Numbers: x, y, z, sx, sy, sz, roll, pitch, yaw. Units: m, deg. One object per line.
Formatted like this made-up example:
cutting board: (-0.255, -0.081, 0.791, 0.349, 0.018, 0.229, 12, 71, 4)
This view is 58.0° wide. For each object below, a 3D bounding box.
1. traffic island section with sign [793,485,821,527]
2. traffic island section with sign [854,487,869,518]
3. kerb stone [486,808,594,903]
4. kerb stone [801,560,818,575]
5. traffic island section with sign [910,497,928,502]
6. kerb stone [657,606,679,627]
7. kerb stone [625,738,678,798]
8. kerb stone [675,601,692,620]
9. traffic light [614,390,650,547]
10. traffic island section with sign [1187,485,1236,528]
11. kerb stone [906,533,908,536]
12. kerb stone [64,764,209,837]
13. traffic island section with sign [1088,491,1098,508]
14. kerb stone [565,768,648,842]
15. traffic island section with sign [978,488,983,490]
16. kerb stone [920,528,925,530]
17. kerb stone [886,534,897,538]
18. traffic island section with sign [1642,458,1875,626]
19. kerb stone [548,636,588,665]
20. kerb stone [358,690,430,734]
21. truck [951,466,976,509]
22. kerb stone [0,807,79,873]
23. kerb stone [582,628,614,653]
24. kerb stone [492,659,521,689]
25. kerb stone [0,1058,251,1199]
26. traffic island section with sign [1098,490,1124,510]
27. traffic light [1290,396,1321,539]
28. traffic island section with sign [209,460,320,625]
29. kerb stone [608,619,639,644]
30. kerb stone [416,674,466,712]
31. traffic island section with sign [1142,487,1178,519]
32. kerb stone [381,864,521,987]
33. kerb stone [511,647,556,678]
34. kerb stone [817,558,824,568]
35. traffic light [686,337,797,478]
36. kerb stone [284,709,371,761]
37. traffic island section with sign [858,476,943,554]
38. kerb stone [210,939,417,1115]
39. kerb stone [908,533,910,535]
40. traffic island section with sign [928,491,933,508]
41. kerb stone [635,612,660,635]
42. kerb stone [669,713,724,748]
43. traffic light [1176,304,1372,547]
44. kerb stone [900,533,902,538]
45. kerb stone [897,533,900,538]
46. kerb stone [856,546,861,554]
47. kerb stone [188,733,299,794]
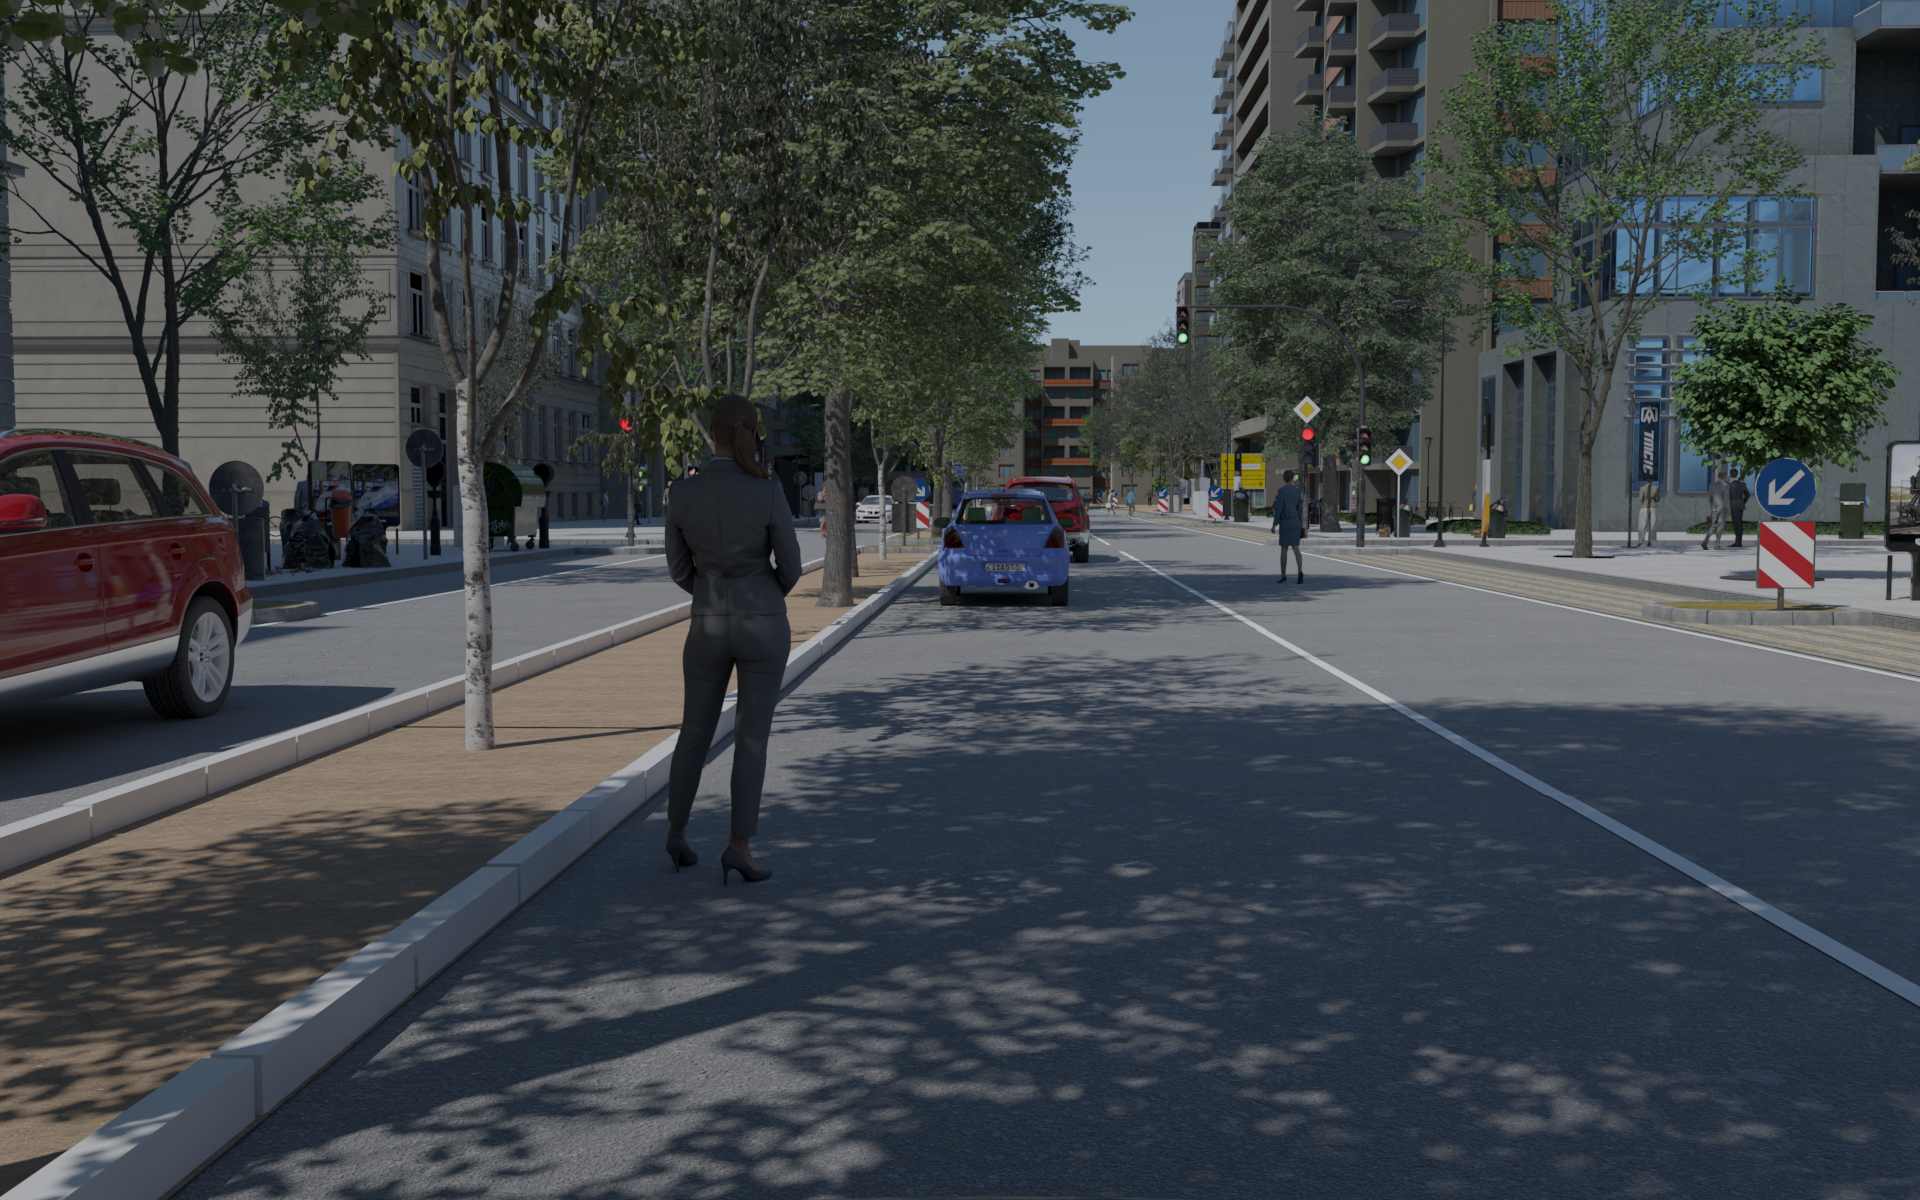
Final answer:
traffic island section with sign: (-6.612, -4.124, 76.059, 1.989, 1.847, 2.006, 0, 4, 2)
traffic island section with sign: (-5.707, -5.772, 102.999, 1.989, 1.847, 2.006, 0, 4, 2)
kerb stone: (-1.570, 0.959, 6.518, 0.120, 0.150, 1.000, 0, 4, 2)
kerb stone: (-2.803, -0.614, 32.241, 0.120, 0.150, 1.000, 0, 4, 2)
traffic island section with sign: (-4.043, -8.772, 152.046, 1.989, 1.847, 2.006, 0, 4, 2)
kerb stone: (-3.254, 0.200, 18.923, 0.120, 0.150, 1.000, 0, 4, 2)
kerb stone: (-1.504, 0.840, 8.564, 0.120, 0.150, 1.000, 0, 4, 2)
kerb stone: (-3.218, 0.138, 19.944, 0.120, 0.150, 1.000, 0, 4, 2)
traffic light: (-8.024, -3.261, 42.239, 0.839, 4.253, 0.868, 0, 4, 2)
traffic island section with sign: (10.770, -4.019, 74.342, 1.989, 1.847, 2.006, 0, 4, 2)
kerb stone: (-1.929, -2.211, 58.380, 0.120, 0.150, 1.000, 0, 4, 2)
kerb stone: (-3.634, 0.888, 7.669, 0.120, 0.150, 1.000, 0, 4, 2)
traffic island section with sign: (14.286, -10.428, 179.127, 1.989, 1.847, 2.006, 0, 4, 2)
kerb stone: (-1.539, 0.896, 7.542, 0.120, 0.150, 1.000, 0, 4, 2)
traffic island section with sign: (1.362, -7.141, 124.885, 2.006, 1.907, 1.989, 0, 4, 2)
kerb stone: (-1.489, -3.027, 71.681, 0.120, 0.150, 1.000, 0, 4, 2)
kerb stone: (-2.101, -1.898, 53.250, 0.120, 0.150, 1.000, 0, 4, 2)
traffic island section with sign: (8.927, -0.676, 19.683, 1.989, 1.847, 2.006, 0, 4, 2)
kerb stone: (-3.396, 0.450, 14.834, 0.120, 0.150, 1.000, 0, 4, 2)
kerb stone: (-3.533, 0.703, 10.733, 0.120, 0.150, 1.000, 0, 4, 2)
truck: (0.232, -11.197, 172.834, 2.967, 4.110, 18.799, 0, 4, 2)
kerb stone: (-3.662, 0.960, 6.643, 0.120, 0.150, 1.000, 0, 4, 2)
kerb stone: (-3.365, 0.389, 15.855, 0.120, 0.150, 1.000, 0, 4, 2)
kerb stone: (-3.464, 0.578, 12.782, 0.120, 0.150, 1.000, 0, 4, 2)
kerb stone: (-1.681, 1.147, 3.441, 0.120, 0.150, 1.000, 0, 4, 2)
traffic island section with sign: (13.375, -8.780, 152.187, 1.989, 1.847, 2.006, 0, 4, 2)
traffic light: (9.896, -3.714, 49.645, 0.839, 4.253, 0.868, 0, 4, 2)
traffic island section with sign: (-8.494, -0.683, 19.798, 1.989, 1.847, 2.006, 0, 4, 2)
kerb stone: (-3.320, 0.325, 16.880, 0.120, 0.150, 1.000, 0, 4, 2)
kerb stone: (-3.500, 0.640, 11.755, 0.120, 0.150, 1.000, 0, 4, 2)
traffic island section with sign: (11.673, -5.667, 101.282, 1.989, 1.847, 2.006, 0, 4, 2)
kerb stone: (-1.607, 1.029, 5.497, 0.120, 0.150, 1.000, 0, 4, 2)
kerb stone: (-3.431, 0.513, 13.804, 0.120, 0.150, 1.000, 0, 4, 2)
kerb stone: (-2.779, -0.677, 33.263, 0.120, 0.150, 1.000, 0, 4, 2)
traffic light: (-5.663, -4.619, 50.184, 4.771, 5.953, 1.251, 0, 4, 2)
kerb stone: (-3.565, 0.765, 9.712, 0.120, 0.150, 1.000, 0, 4, 2)
traffic island section with sign: (-1.409, -2.095, 42.386, 2.006, 1.907, 1.989, 0, 4, 2)
kerb stone: (-1.640, 1.084, 4.466, 0.120, 0.150, 1.000, 0, 4, 2)
kerb stone: (-1.895, -2.276, 59.402, 0.120, 0.150, 1.000, 0, 4, 2)
traffic island section with sign: (-3.144, -10.422, 179.034, 1.989, 1.847, 2.006, 0, 4, 2)
kerb stone: (-3.287, 0.263, 17.902, 0.120, 0.150, 1.000, 0, 4, 2)
kerb stone: (-1.465, 0.775, 9.587, 0.120, 0.150, 1.000, 0, 4, 2)
traffic light: (7.534, -4.093, 41.593, 4.771, 5.953, 1.251, 0, 4, 2)
kerb stone: (-2.035, -2.022, 55.304, 0.120, 0.150, 1.000, 0, 4, 2)
kerb stone: (-2.060, -1.962, 54.276, 0.120, 0.150, 1.000, 0, 4, 2)
kerb stone: (-2.462, -1.239, 42.462, 0.120, 0.150, 1.000, 0, 4, 2)
kerb stone: (-3.598, 0.826, 8.690, 0.120, 0.150, 1.000, 0, 4, 2)
